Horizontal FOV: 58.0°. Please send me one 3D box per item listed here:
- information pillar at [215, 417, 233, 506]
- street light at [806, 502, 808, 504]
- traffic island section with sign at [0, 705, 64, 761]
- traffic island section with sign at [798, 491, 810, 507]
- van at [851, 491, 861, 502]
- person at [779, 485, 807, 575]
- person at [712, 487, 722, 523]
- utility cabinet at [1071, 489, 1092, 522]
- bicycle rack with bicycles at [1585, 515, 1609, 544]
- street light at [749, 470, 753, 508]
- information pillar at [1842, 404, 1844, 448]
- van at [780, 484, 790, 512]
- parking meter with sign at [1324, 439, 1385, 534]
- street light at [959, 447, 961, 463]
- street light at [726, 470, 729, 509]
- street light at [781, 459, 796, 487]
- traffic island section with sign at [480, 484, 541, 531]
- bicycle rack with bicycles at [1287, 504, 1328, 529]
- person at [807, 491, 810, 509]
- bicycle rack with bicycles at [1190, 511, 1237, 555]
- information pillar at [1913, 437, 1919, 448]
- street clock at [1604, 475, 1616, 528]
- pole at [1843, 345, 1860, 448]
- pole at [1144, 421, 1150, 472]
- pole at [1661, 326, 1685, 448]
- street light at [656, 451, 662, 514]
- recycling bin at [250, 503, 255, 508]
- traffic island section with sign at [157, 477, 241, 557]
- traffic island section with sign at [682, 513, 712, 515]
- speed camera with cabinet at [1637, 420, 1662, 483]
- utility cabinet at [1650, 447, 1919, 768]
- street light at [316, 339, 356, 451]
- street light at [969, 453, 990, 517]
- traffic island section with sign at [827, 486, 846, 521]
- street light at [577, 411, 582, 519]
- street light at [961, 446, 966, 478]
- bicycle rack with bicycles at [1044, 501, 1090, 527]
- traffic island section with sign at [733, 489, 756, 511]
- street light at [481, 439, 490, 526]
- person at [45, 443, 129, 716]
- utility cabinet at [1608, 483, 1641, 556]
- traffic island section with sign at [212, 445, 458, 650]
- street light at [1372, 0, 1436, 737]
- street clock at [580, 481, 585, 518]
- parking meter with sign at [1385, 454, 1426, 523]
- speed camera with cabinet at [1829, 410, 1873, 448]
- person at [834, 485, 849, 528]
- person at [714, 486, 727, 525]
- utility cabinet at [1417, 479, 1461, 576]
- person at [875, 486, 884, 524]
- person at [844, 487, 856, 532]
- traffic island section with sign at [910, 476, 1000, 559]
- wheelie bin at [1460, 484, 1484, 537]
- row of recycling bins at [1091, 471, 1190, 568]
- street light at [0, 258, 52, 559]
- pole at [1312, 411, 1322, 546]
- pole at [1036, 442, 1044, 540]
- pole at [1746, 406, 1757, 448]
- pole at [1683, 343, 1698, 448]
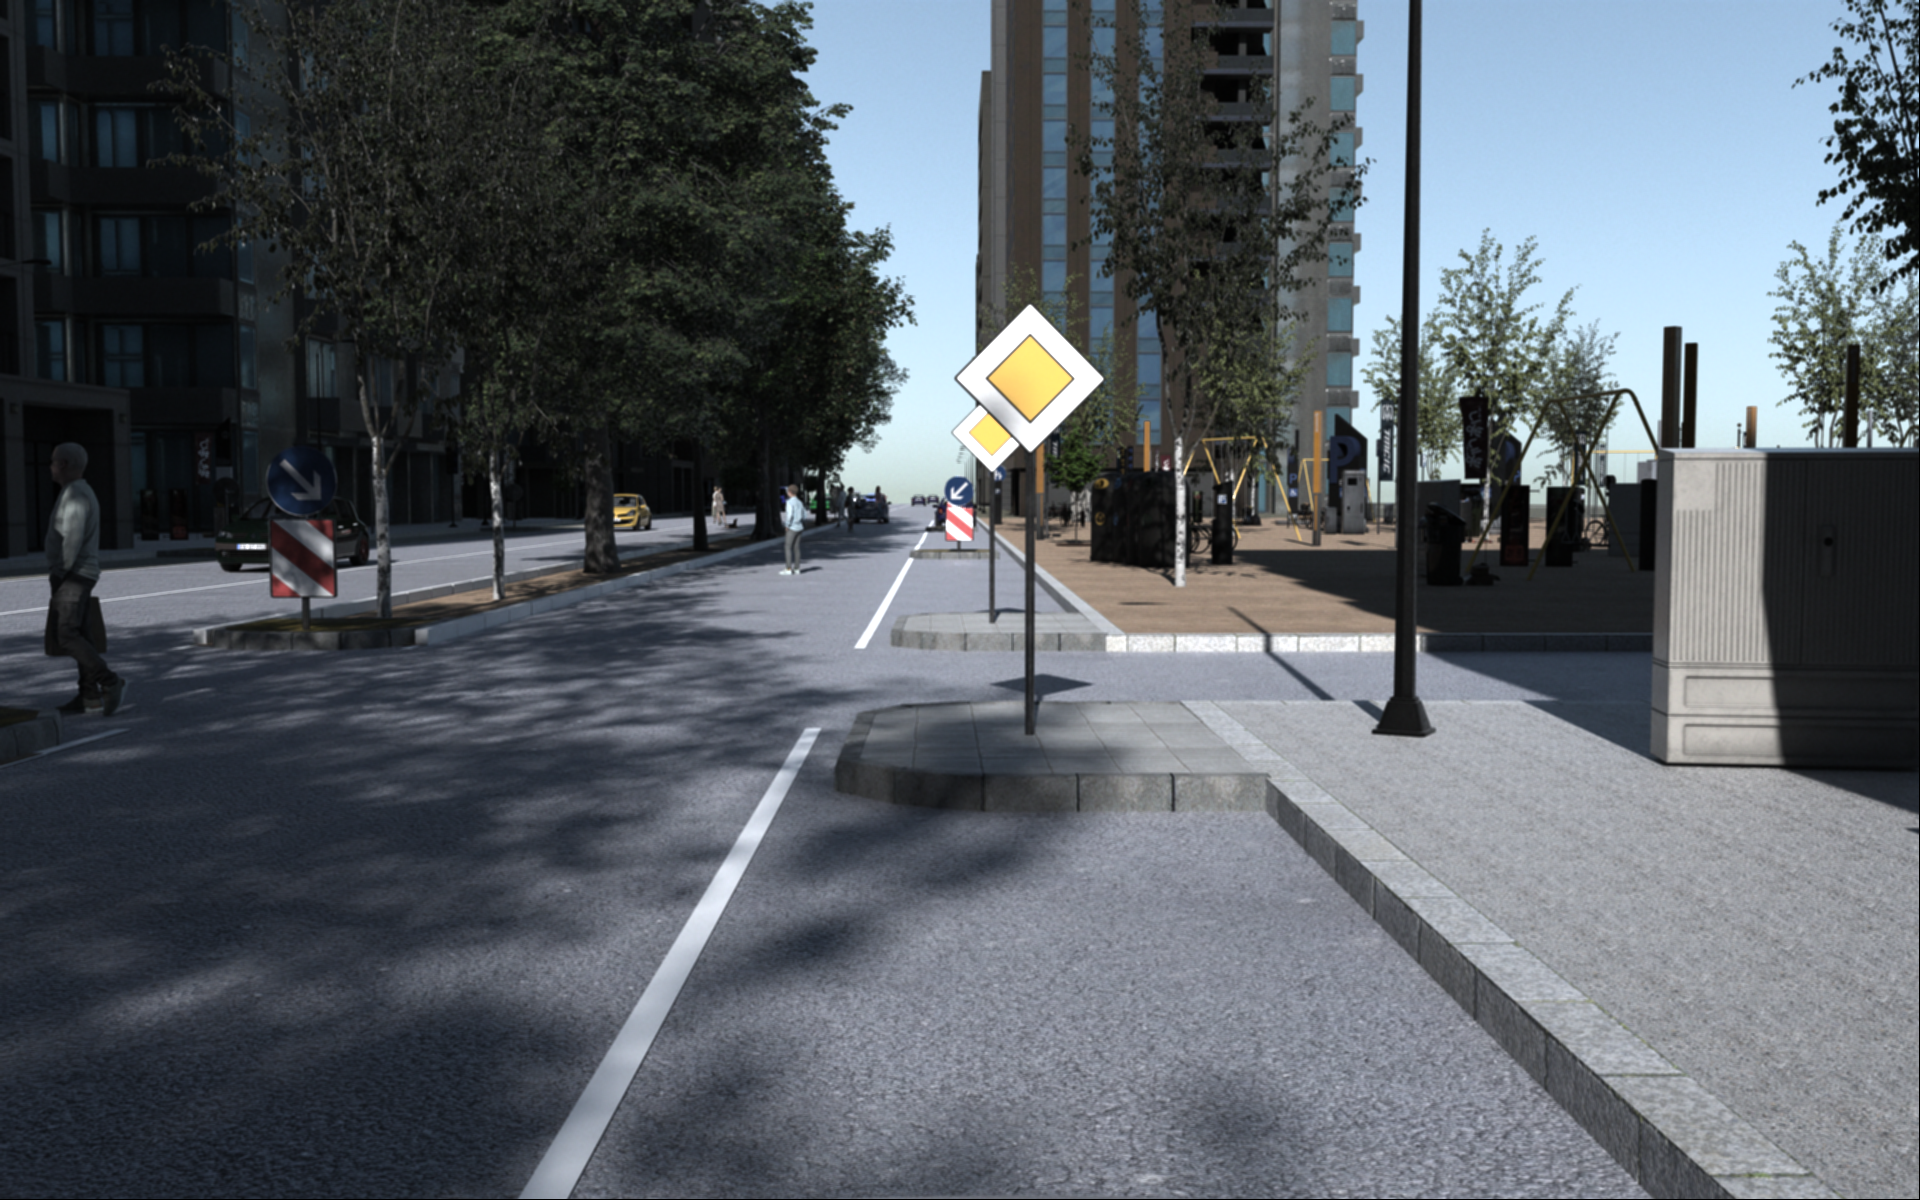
[{"bbox_3d":[-22.238,-3.733,52.386,0.504,3.616,0.183,0,4,4],"label":"information pillar"},{"bbox_3d":[-19.700,-14.725,213.292,1.470,5.913,1.316,0,4,0],"label":"street light"},{"bbox_3d":[-6.119,-0.080,9.448,2.006,1.907,1.989,0,4,0],"label":"traffic island section with sign"},{"bbox_3d":[-18.166,-11.577,197.911,1.989,1.847,2.006,0,4,0],"label":"traffic island section with sign"},{"bbox_3d":[-14.093,-13.822,232.998,2.013,2.044,4.112,0,4,-2],"label":"van"},{"bbox_3d":[-2.981,-1.265,30.998,0.330,1.601,0.589,3,4,38],"label":"person"},{"bbox_3d":[-11.805,-4.618,84.234,0.478,1.798,0.641,-3,4,-38],"label":"person"},{"bbox_3d":[5.575,-4.324,79.374,0.318,1.500,1.173,-3,4,-36],"label":"utility cabinet"},{"bbox_3d":[16.897,-1.792,42.677,2.925,0.926,2.852,0,4,3],"label":"bicycle rack with bicycles"},{"bbox_3d":[-19.352,-11.771,164.990,1.470,5.913,1.316,0,4,0],"label":"street light"},{"bbox_3d":[22.536,-3.219,43.988,0.183,3.616,0.504,0,4,0],"label":"information pillar"},{"bbox_3d":[-15.027,-8.425,142.127,2.240,2.365,5.245,0,4,2],"label":"van"},{"bbox_3d":[12.502,-3.600,55.128,1.738,3.016,0.543,0,4,2],"label":"parking meter with sign"},{"bbox_3d":[0.862,-10.882,150.465,1.470,5.913,1.316,0,4,0],"label":"street light"},{"bbox_3d":[-19.294,-10.691,147.345,1.470,5.913,1.316,0,4,0],"label":"street light"},{"bbox_3d":[-19.618,-13.650,195.719,1.470,5.913,1.316,0,4,0],"label":"street light"},{"bbox_3d":[-17.294,-3.564,66.896,1.989,1.847,2.006,0,4,0],"label":"traffic island section with sign"},{"bbox_3d":[13.629,-3.122,64.420,2.925,0.926,2.852,-1,4,-17],"label":"bicycle rack with bicycles"},{"bbox_3d":[-14.348,-9.504,164.602,0.721,1.735,1.217,0,4,-2],"label":"person"},{"bbox_3d":[4.543,-1.465,37.337,2.925,0.926,2.852,0,4,-6],"label":"bicycle rack with bicycles"},{"bbox_3d":[35.830,-4.487,64.716,0.504,3.616,0.183,0,4,-5],"label":"information pillar"},{"bbox_3d":[24.923,-3.785,66.462,0.358,2.002,0.471,-1,4,-12],"label":"street clock"},{"bbox_3d":[12.211,-1.831,23.778,0.158,3.312,0.155,0,3,0],"label":"pole"},{"bbox_3d":[5.237,-3.343,48.499,0.158,3.312,0.155,0,3,0],"label":"pole"},{"bbox_3d":[8.683,-1.673,21.195,0.158,3.312,0.155,0,3,0],"label":"pole"},{"bbox_3d":[-19.001,-8.546,112.263,1.470,5.913,1.316,0,4,0],"label":"street light"},{"bbox_3d":[-19.433,-2.198,48.487,0.722,1.027,0.722,-1,4,-14],"label":"recycling bin"},{"bbox_3d":[-17.107,-1.915,39.941,1.989,1.847,2.006,0,4,0],"label":"traffic island section with sign"},{"bbox_3d":[-17.632,-6.626,116.969,1.989,1.847,2.006,0,4,0],"label":"traffic island section with sign"},{"bbox_3d":[19.306,-3.216,46.911,2.038,3.252,0.660,-2,4,-24],"label":"speed camera with cabinet"},{"bbox_3d":[3.913,0.033,8.138,1.173,1.500,0.318,0,4,8],"label":"utility cabinet"},{"bbox_3d":[-18.665,-4.854,51.908,1.470,5.913,1.316,0,4,0],"label":"street light"},{"bbox_3d":[1.299,-7.651,97.637,1.470,5.913,1.316,0,4,0],"label":"street light"},{"bbox_3d":[-6.672,-5.129,91.991,2.006,1.907,1.989,0,4,0],"label":"traffic island section with sign"},{"bbox_3d":[-18.814,-7.053,87.851,1.470,5.913,1.316,0,4,0],"label":"street light"},{"bbox_3d":[1.023,-9.818,133.070,1.470,5.913,1.316,0,4,0],"label":"street light"},{"bbox_3d":[3.823,-3.328,67.787,2.852,0.926,2.925,0,4,6],"label":"bicycle rack with bicycles"},{"bbox_3d":[-17.813,-8.288,144.140,1.989,1.847,2.006,0,4,0],"label":"traffic island section with sign"},{"bbox_3d":[-18.820,-5.989,70.455,1.470,5.913,1.316,0,4,0],"label":"street light"},{"bbox_3d":[-5.775,-0.148,11.411,0.515,1.767,0.782,-2,4,-24],"label":"person"},{"bbox_3d":[13.990,-1.649,35.636,1.173,1.500,0.318,2,4,28],"label":"utility cabinet"},{"bbox_3d":[-6.159,-0.533,16.855,2.006,1.907,1.989,0,4,0],"label":"traffic island section with sign"},{"bbox_3d":[1.846,-2.238,9.135,1.470,5.913,1.316,0,4,0],"label":"street light"},{"bbox_3d":[-20.218,-5.382,92.568,0.358,2.002,0.471,-1,4,-16],"label":"street clock"},{"bbox_3d":[19.675,-4.919,76.693,1.738,3.016,0.543,2,4,33],"label":"parking meter with sign"},{"bbox_3d":[20.750,-2.842,40.808,2.038,3.252,0.660,0,4,7],"label":"speed camera with cabinet"},{"bbox_3d":[-4.986,-4.021,74.116,0.818,1.842,0.514,0,4,7],"label":"person"},{"bbox_3d":[-10.977,-4.318,79.441,0.599,1.781,0.374,2,4,24],"label":"person"},{"bbox_3d":[7.328,-1.099,26.642,0.318,1.500,1.173,0,4,-4],"label":"utility cabinet"},{"bbox_3d":[-3.894,-4.572,83.265,0.388,1.821,0.555,1,4,22],"label":"person"},{"bbox_3d":[-4.089,-3.387,64.876,0.522,1.701,0.512,-1,4,-18],"label":"person"},{"bbox_3d":[-0.130,-1.857,38.984,1.989,1.847,2.006,0,4,0],"label":"traffic island section with sign"},{"bbox_3d":[15.291,-2.691,51.900,0.980,1.594,0.693,0,3,0],"label":"wheelie bin"},{"bbox_3d":[3.307,-1.508,31.766,1.069,1.692,3.534,-1,4,-14],"label":"row of recycling bins"},{"bbox_3d":[-18.587,-3.775,34.268,1.470,5.913,1.316,0,4,0],"label":"street light"},{"bbox_3d":[8.781,-2.979,42.553,0.158,3.312,0.155,0,3,0],"label":"pole"},{"bbox_3d":[2.227,-3.326,48.225,0.158,3.312,0.155,0,3,0],"label":"pole"},{"bbox_3d":[18.437,-2.849,40.423,0.158,3.312,0.155,0,3,0],"label":"pole"},{"bbox_3d":[9.884,-1.814,23.498,0.158,3.312,0.155,0,3,0],"label":"pole"}]
